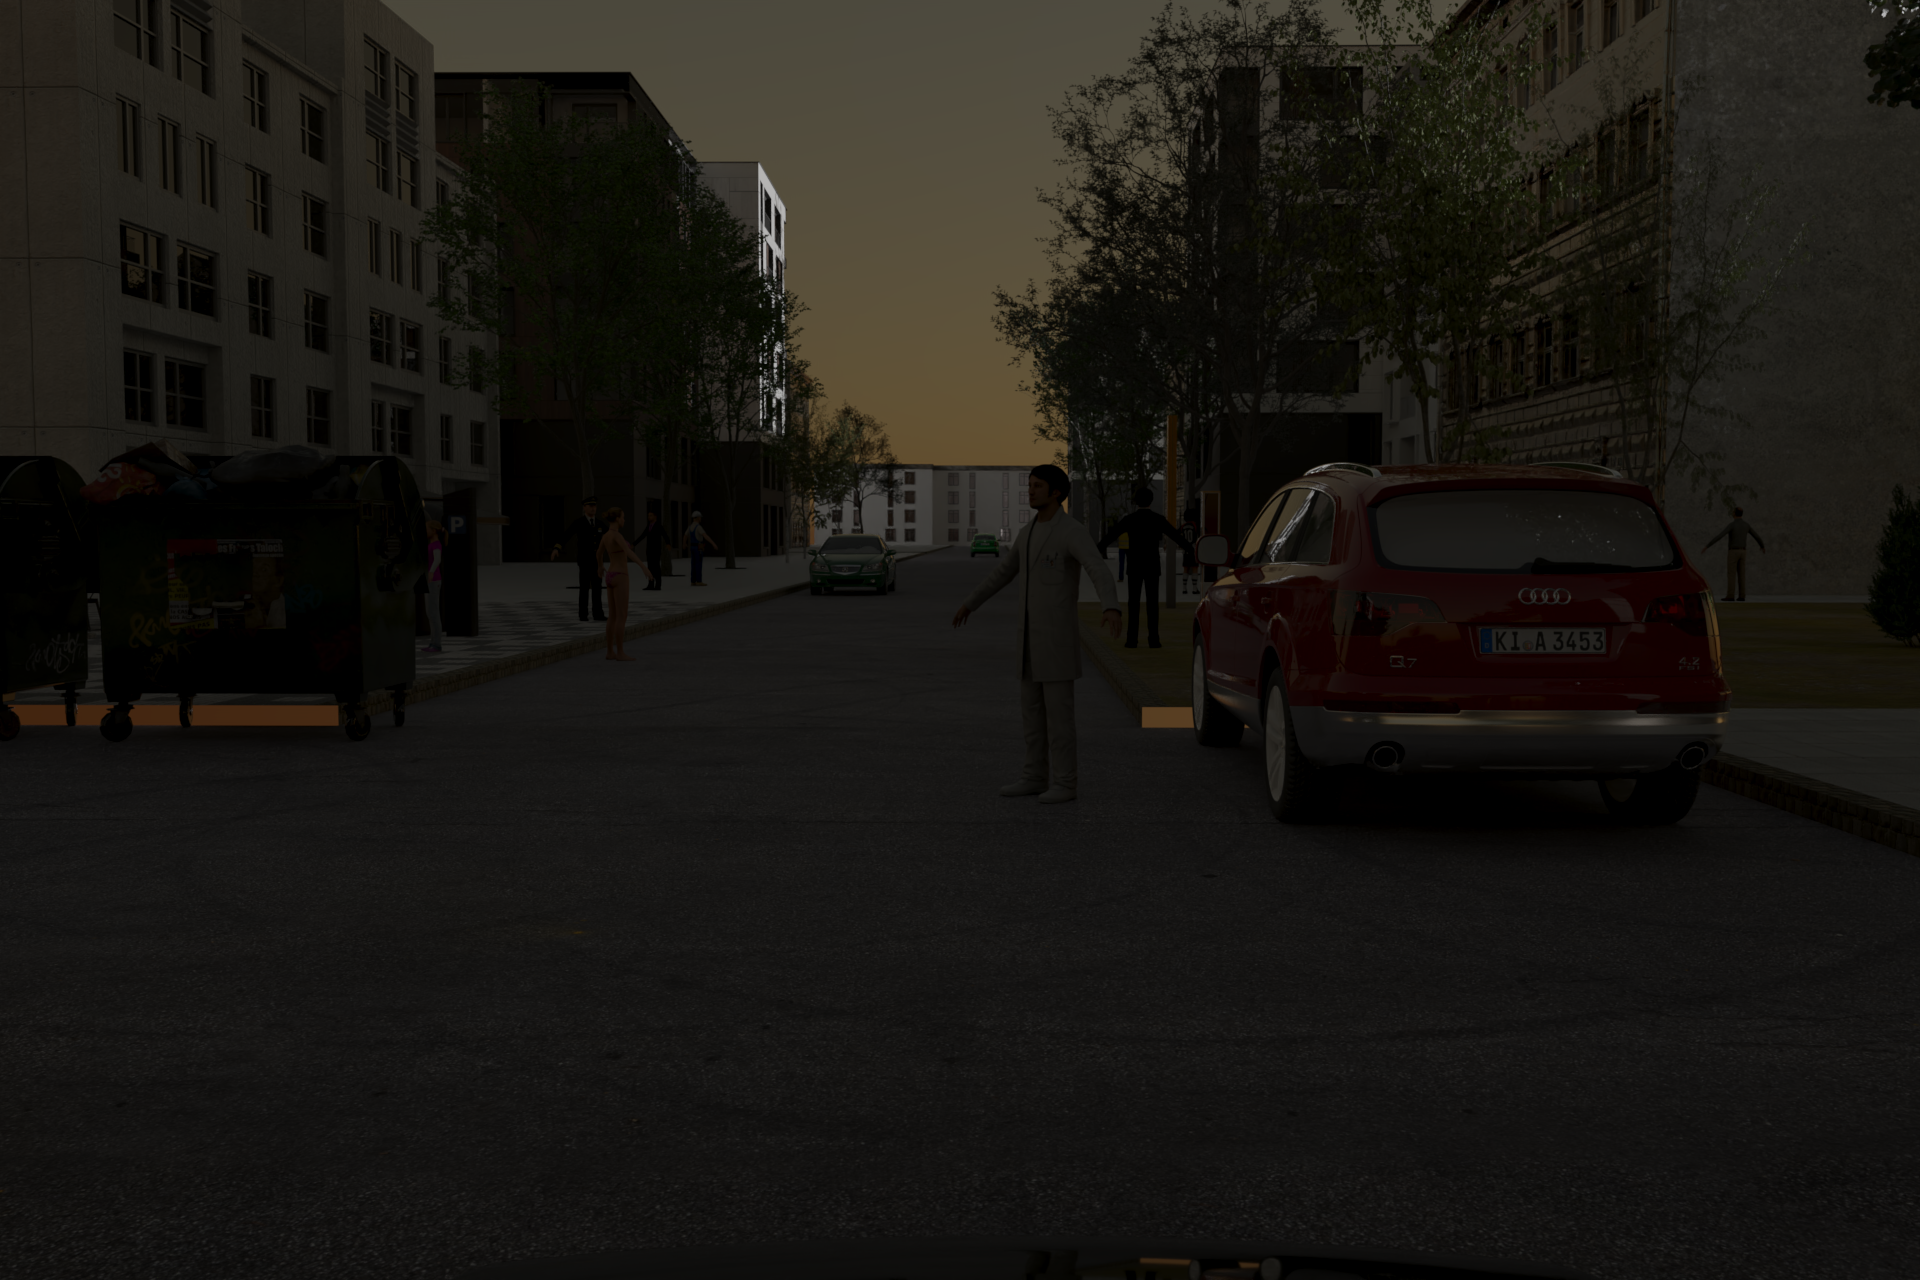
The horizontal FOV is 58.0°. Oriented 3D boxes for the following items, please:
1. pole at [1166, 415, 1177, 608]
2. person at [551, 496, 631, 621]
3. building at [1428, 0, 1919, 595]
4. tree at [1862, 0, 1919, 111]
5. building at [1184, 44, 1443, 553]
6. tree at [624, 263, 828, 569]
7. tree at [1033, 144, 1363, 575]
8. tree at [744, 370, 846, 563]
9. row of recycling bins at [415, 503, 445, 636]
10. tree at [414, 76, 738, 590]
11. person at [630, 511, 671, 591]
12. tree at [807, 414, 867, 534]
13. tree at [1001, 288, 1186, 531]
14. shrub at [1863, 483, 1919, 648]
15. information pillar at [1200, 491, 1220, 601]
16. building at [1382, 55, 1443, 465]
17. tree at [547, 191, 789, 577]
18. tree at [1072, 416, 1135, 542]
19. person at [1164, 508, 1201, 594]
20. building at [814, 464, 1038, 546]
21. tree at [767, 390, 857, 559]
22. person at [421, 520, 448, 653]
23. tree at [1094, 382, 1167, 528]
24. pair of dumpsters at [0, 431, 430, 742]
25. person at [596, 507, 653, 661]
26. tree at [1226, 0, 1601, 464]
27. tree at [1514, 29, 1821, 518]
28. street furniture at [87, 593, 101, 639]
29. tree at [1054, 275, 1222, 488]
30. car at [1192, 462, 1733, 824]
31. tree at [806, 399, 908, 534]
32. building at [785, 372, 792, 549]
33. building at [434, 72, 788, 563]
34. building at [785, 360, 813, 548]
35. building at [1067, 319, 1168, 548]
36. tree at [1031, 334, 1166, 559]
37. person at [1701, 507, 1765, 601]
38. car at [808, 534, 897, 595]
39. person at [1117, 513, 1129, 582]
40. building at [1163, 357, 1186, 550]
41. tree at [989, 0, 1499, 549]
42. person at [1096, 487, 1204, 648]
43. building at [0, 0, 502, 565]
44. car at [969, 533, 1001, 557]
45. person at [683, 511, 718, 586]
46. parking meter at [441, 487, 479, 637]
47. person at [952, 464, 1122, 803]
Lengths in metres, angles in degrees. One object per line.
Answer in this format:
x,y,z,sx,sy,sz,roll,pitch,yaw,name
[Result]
3.644,-2.202,29.851,0.158,3.312,0.155,0,3,0,pole
-5.443,-1.201,25.578,1.347,1.837,0.705,-3,4,-39,person
24.016,-13.060,44.457,19.493,23.208,18.063,0,4,1,building
8.607,-6.279,9.318,9.857,13.997,8.962,0,3,0,tree
25.294,-14.976,88.838,27.936,21.610,32.646,0,4,1,building
-8.482,-8.414,63.321,9.928,11.665,9.643,0,3,0,tree
7.353,-8.780,53.917,12.009,13.543,11.850,0,3,0,tree
-7.926,-7.747,77.023,4.360,8.622,3.978,0,3,0,tree
-7.145,-0.938,22.454,1.069,1.692,3.534,0,4,1,row of recycling bins
-8.814,-7.010,40.371,9.928,11.665,9.643,0,3,0,tree
-6.990,-2.027,39.370,1.346,1.802,0.704,3,4,39,person
-7.542,-9.549,106.496,4.737,8.622,4.395,0,3,0,tree
9.189,-15.932,116.378,12.611,20.169,13.585,0,3,0,tree
11.066,-0.925,19.539,1.690,2.028,1.600,0,3,0,shrub
4.293,-1.544,29.742,0.304,2.012,0.304,0,4,2,information pillar
22.527,-13.061,69.971,16.016,20.090,11.380,0,4,1,building
-8.731,-7.723,52.024,9.928,11.665,9.643,0,3,0,tree
7.701,-8.879,95.530,4.360,8.622,3.978,0,3,0,tree
4.940,-1.886,36.977,1.345,1.843,0.704,2,4,31,person
-3.512,-16.126,208.271,28.070,9.664,9.099,0,4,-4,building
-7.705,-8.434,88.258,4.737,8.622,4.395,0,3,0,tree
-5.786,-0.583,18.802,0.599,1.433,0.991,-1,4,-22,person
7.807,-7.818,78.183,4.737,8.622,4.395,0,3,0,tree
-6.201,-0.454,12.373,4.436,2.255,1.574,0,4,1,pair of dumpsters
-3.830,-0.638,19.693,0.721,1.733,1.217,-3,4,-38,person
5.483,-4.271,20.190,4.737,8.622,4.395,0,3,0,tree
10.242,-4.633,26.112,4.360,8.622,3.978,0,3,0,tree
-24.647,-1.079,22.667,27.439,1.986,14.083,1,4,19,street furniture
7.273,-8.759,68.957,9.928,11.665,9.643,0,3,0,tree
2.592,-0.089,10.121,2.281,1.827,5.304,0,4,1,car
-7.034,-11.343,119.875,7.601,10.594,8.767,1,4,15,tree
-23.226,-16.452,135.453,16.747,18.905,31.486,0,4,0,building
-24.946,-15.250,93.310,27.936,21.610,32.646,0,4,0,building
-24.347,-20.219,161.510,19.493,23.208,18.063,0,4,2,building
24.957,-20.465,178.576,27.936,21.610,32.646,0,4,2,building
7.163,-9.910,87.781,9.928,11.665,9.643,0,3,0,tree
14.820,-1.640,33.082,1.348,1.796,0.705,-1,4,-11,person
-2.569,-1.857,42.158,2.131,1.459,4.920,0,4,2,car
4.413,-2.457,46.144,1.349,1.833,0.705,0,4,-4,person
26.778,-18.989,141.405,19.493,23.208,18.063,0,4,2,building
6.187,-7.764,37.310,12.009,13.543,11.850,0,3,0,tree
2.070,-0.816,19.530,1.347,1.806,0.705,0,4,5,person
-27.647,-11.529,54.955,16.747,18.905,31.486,0,4,2,building
1.557,-6.063,107.930,1.959,1.807,4.718,0,4,1,car
-6.480,-2.259,42.789,1.347,1.847,0.705,3,5,45,person
-6.265,-0.977,21.685,0.399,1.863,0.255,0,4,1,parking meter
0.450,-0.045,9.373,0.705,1.806,1.347,-3,4,-38,person
